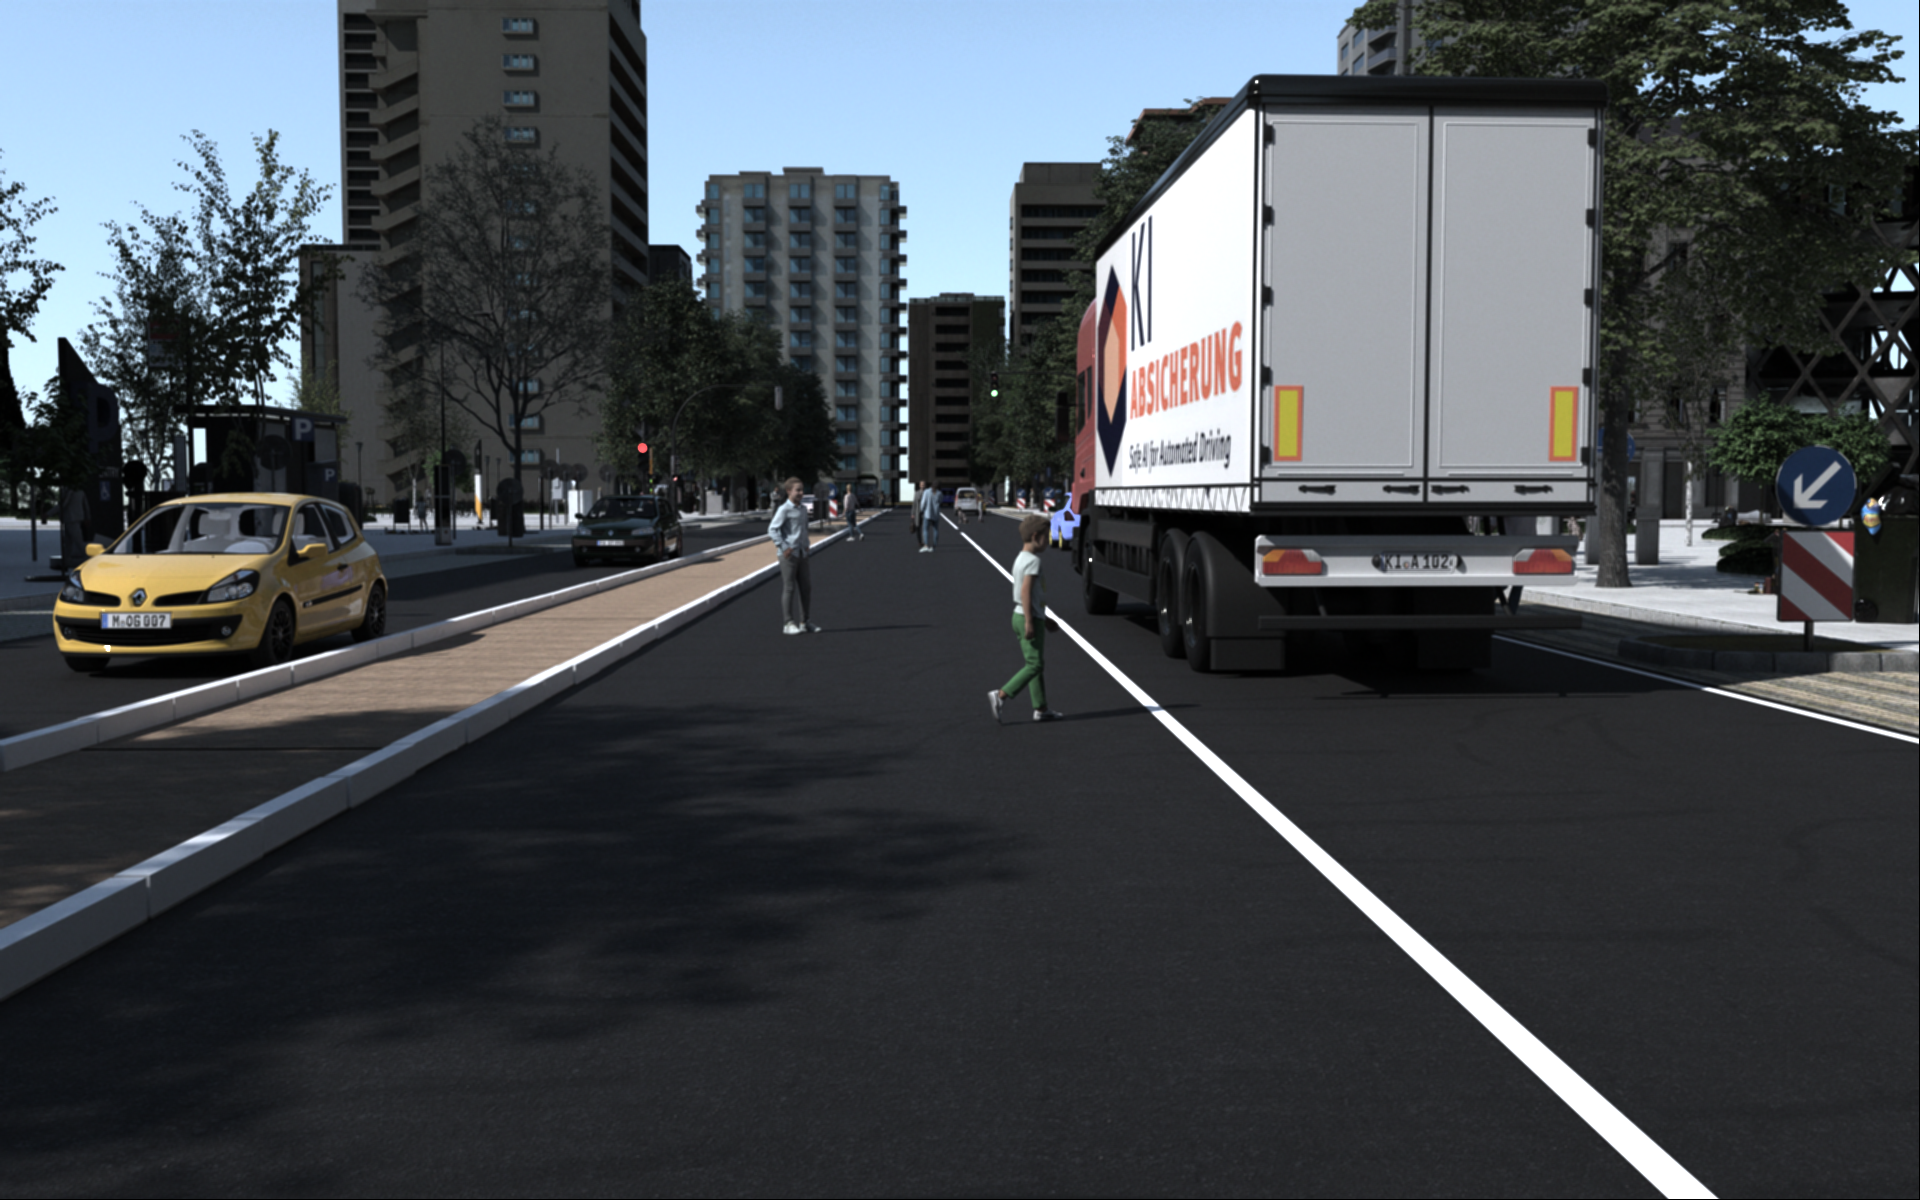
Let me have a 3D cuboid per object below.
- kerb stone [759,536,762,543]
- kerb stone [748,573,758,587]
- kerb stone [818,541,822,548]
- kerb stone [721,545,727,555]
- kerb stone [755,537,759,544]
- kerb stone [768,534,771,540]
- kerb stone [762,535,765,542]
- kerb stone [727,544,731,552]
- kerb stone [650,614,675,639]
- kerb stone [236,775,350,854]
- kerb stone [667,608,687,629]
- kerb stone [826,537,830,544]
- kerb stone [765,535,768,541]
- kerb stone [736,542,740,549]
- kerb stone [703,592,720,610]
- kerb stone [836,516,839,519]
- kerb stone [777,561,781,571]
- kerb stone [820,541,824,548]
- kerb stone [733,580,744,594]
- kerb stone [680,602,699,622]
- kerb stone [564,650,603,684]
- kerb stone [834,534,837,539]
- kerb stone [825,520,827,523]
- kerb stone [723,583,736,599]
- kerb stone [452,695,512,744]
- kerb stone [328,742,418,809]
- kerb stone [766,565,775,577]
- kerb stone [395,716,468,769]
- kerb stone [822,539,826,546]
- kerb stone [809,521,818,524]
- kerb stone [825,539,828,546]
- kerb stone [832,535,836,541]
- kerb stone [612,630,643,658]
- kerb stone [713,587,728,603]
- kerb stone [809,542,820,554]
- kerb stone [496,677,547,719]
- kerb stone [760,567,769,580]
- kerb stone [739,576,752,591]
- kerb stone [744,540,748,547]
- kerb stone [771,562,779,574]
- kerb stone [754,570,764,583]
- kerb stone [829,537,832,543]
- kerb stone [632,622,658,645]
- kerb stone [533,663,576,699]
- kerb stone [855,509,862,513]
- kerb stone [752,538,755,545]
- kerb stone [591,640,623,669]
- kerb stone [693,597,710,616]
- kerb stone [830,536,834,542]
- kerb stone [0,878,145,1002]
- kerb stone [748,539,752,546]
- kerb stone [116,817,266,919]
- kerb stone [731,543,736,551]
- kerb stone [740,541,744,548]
[{"bbox_3d":[-5.933,-1.723,50.364,0.120,0.150,1.000,0,4,-1],"label":"kerb stone"},{"bbox_3d":[-3.273,-0.282,26.839,0.120,0.150,1.000,0,4,-1],"label":"kerb stone"},{"bbox_3d":[-3.689,-1.347,44.265,0.120,0.150,1.000,0,4,-1],"label":"kerb stone"},{"bbox_3d":[-5.711,-1.157,41.145,0.120,0.150,1.000,0,4,-1],"label":"kerb stone"},{"bbox_3d":[-5.910,-1.660,49.342,0.120,0.150,1.000,0,4,-1],"label":"kerb stone"},{"bbox_3d":[-6.008,-1.909,53.454,0.120,0.150,1.000,0,4,-1],"label":"kerb stone"},{"bbox_3d":[-5.952,-1.786,51.388,0.120,0.150,1.000,0,4,-1],"label":"kerb stone"},{"bbox_3d":[-5.743,-1.220,42.169,0.120,0.150,1.000,0,4,-1],"label":"kerb stone"},{"bbox_3d":[-3.060,0.280,17.614,0.120,0.150,1.000,0,4,-1],"label":"kerb stone"},{"bbox_3d":[-2.829,0.908,7.352,0.120,0.150,1.000,0,4,-1],"label":"kerb stone"},{"bbox_3d":[-3.089,0.218,18.636,0.120,0.150,1.000,0,4,-1],"label":"kerb stone"},{"bbox_3d":[-3.776,-1.600,48.361,0.120,0.150,1.000,0,4,-1],"label":"kerb stone"},{"bbox_3d":[-5.977,-1.849,52.421,0.120,0.150,1.000,0,4,-1],"label":"kerb stone"},{"bbox_3d":[-5.794,-1.344,44.222,0.120,0.150,1.000,0,4,-1],"label":"kerb stone"},{"bbox_3d":[-3.156,0.030,21.709,0.120,0.150,1.000,0,4,-1],"label":"kerb stone"},{"bbox_3d":[-7.057,-4.640,98.060,0.120,0.150,1.000,0,4,-1],"label":"kerb stone"},{"bbox_3d":[-3.401,-0.594,31.954,0.120,0.150,1.000,0,4,-1],"label":"kerb stone"},{"bbox_3d":[-3.717,-1.411,45.289,0.120,0.150,1.000,0,4,-1],"label":"kerb stone"},{"bbox_3d":[-3.238,-0.153,24.795,0.120,0.150,1.000,0,4,-1],"label":"kerb stone"},{"bbox_3d":[-3.110,0.156,19.658,0.120,0.150,1.000,0,4,-1],"label":"kerb stone"},{"bbox_3d":[-2.961,0.531,13.518,0.120,0.150,1.000,0,4,-1],"label":"kerb stone"},{"bbox_3d":[-3.883,-1.845,52.458,0.120,0.150,1.000,0,4,-1],"label":"kerb stone"},{"bbox_3d":[-6.736,-3.821,84.727,0.120,0.150,1.000,0,4,-1],"label":"kerb stone"},{"bbox_3d":[-3.218,-0.096,23.773,0.120,0.150,1.000,0,4,-1],"label":"kerb stone"},{"bbox_3d":[-2.893,0.720,10.428,0.120,0.150,1.000,0,4,-1],"label":"kerb stone"},{"bbox_3d":[-2.841,0.845,8.378,0.120,0.150,1.000,0,4,-1],"label":"kerb stone"},{"bbox_3d":[-3.348,-0.472,29.906,0.120,0.150,1.000,0,4,-1],"label":"kerb stone"},{"bbox_3d":[-2.877,0.783,9.399,0.120,0.150,1.000,0,4,-1],"label":"kerb stone"},{"bbox_3d":[-3.733,-1.475,46.318,0.120,0.150,1.000,0,4,-1],"label":"kerb stone"},{"bbox_3d":[-6.578,-3.385,77.555,0.120,0.150,1.000,0,4,-1],"label":"kerb stone"},{"bbox_3d":[-3.767,-1.538,47.339,0.120,0.150,1.000,0,4,-1],"label":"kerb stone"},{"bbox_3d":[-3.855,-1.788,51.436,0.120,0.150,1.000,0,4,-1],"label":"kerb stone"},{"bbox_3d":[-3.015,0.406,15.561,0.120,0.150,1.000,0,4,-1],"label":"kerb stone"},{"bbox_3d":[-3.194,-0.033,22.741,0.120,0.150,1.000,0,4,-1],"label":"kerb stone"},{"bbox_3d":[-3.660,-1.286,43.241,0.120,0.150,1.000,0,4,-1],"label":"kerb stone"},{"bbox_3d":[-2.921,0.658,11.469,0.120,0.150,1.000,0,4,-1],"label":"kerb stone"},{"bbox_3d":[-3.329,-0.407,28.885,0.120,0.150,1.000,0,4,-1],"label":"kerb stone"},{"bbox_3d":[-3.255,-0.221,25.817,0.120,0.150,1.000,0,4,-1],"label":"kerb stone"},{"bbox_3d":[-5.838,-1.473,46.274,0.120,0.150,1.000,0,4,-1],"label":"kerb stone"},{"bbox_3d":[-3.378,-0.534,30.928,0.120,0.150,1.000,0,4,-1],"label":"kerb stone"},{"bbox_3d":[-3.304,-0.347,27.863,0.120,0.150,1.000,0,4,-1],"label":"kerb stone"},{"bbox_3d":[-3.814,-1.659,49.383,0.120,0.150,1.000,0,4,-1],"label":"kerb stone"},{"bbox_3d":[-3.051,0.343,16.587,0.120,0.150,1.000,0,4,-1],"label":"kerb stone"},{"bbox_3d":[-2.949,0.594,12.491,0.120,0.150,1.000,0,4,-1],"label":"kerb stone"},{"bbox_3d":[-7.946,-6.960,135.995,0.120,0.150,1.000,0,4,-1],"label":"kerb stone"},{"bbox_3d":[-5.891,-1.598,48.320,0.120,0.150,1.000,0,4,-1],"label":"kerb stone"},{"bbox_3d":[-2.995,0.472,14.539,0.120,0.150,1.000,0,4,-1],"label":"kerb stone"},{"bbox_3d":[-3.136,0.095,20.683,0.120,0.150,1.000,0,4,-1],"label":"kerb stone"},{"bbox_3d":[-3.837,-1.722,50.415,0.120,0.150,1.000,0,4,-1],"label":"kerb stone"},{"bbox_3d":[-2.775,1.035,5.308,0.120,0.150,1.000,0,4,-1],"label":"kerb stone"},{"bbox_3d":[-5.867,-1.533,47.296,0.120,0.150,1.000,0,4,-1],"label":"kerb stone"},{"bbox_3d":[-2.798,0.970,6.330,0.120,0.150,1.000,0,4,-1],"label":"kerb stone"},{"bbox_3d":[-5.766,-1.285,43.198,0.120,0.150,1.000,0,4,-1],"label":"kerb stone"},{"bbox_3d":[-5.820,-1.405,45.249,0.120,0.150,1.000,0,4,-1],"label":"kerb stone"}]
